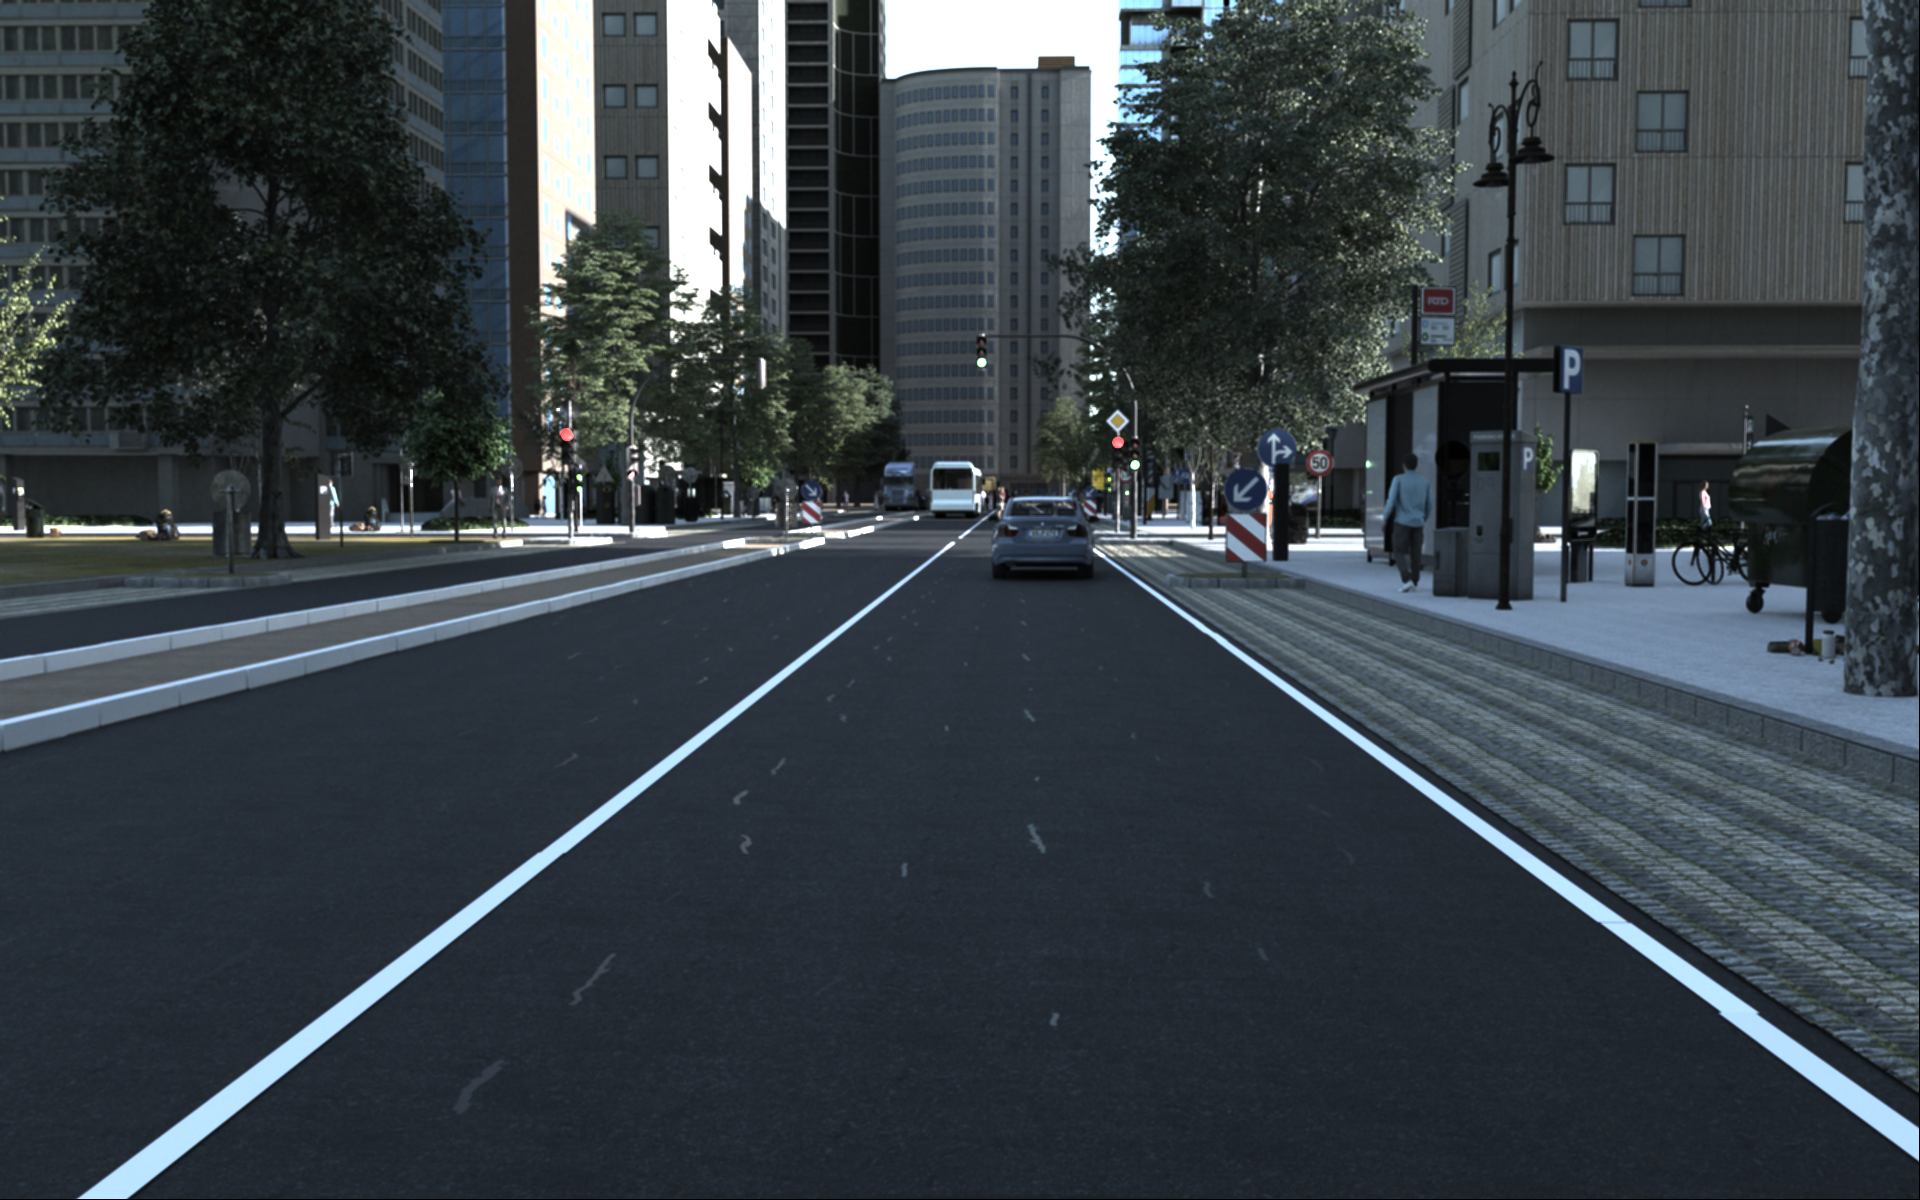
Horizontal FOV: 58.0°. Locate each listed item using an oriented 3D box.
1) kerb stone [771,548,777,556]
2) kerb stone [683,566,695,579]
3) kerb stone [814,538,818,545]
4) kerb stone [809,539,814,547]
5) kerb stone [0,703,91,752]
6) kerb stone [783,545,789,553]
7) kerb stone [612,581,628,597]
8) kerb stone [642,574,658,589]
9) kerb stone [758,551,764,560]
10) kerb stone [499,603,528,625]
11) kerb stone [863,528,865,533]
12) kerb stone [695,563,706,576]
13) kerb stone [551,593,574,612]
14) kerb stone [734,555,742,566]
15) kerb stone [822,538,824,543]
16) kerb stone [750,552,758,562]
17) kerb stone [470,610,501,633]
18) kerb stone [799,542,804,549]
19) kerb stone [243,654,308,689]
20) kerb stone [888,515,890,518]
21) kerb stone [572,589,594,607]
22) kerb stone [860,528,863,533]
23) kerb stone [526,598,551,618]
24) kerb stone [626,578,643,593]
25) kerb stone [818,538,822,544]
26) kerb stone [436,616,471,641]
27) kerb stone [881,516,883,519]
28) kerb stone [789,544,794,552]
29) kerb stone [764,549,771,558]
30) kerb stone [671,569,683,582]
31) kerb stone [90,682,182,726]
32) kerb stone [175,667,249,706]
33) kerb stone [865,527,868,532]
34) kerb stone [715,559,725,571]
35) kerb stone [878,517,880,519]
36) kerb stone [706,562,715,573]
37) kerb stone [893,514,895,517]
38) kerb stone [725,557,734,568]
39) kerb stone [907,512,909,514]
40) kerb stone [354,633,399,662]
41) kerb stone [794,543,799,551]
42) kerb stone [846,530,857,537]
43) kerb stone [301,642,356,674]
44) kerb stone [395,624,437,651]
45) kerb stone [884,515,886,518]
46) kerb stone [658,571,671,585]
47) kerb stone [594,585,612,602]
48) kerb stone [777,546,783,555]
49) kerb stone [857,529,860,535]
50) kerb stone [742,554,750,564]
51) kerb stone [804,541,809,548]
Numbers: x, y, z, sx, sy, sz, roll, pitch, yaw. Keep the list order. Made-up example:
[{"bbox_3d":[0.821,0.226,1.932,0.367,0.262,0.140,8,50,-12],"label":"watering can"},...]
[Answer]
[{"bbox_3d":[-4.390,-1.078,39.816,0.120,0.150,1.000,0,4,2],"label":"kerb stone"},{"bbox_3d":[-4.727,-0.452,29.581,0.120,0.150,1.000,0,4,2],"label":"kerb stone"},{"bbox_3d":[-4.126,-1.573,48.000,0.120,0.150,1.000,0,4,2],"label":"kerb stone"},{"bbox_3d":[-4.161,-1.516,46.979,0.120,0.150,1.000,0,4,2],"label":"kerb stone"},{"bbox_3d":[-5.360,0.738,10.133,0.120,0.150,1.000,0,4,2],"label":"kerb stone"},{"bbox_3d":[-4.326,-1.202,41.862,0.120,0.150,1.000,0,4,2],"label":"kerb stone"},{"bbox_3d":[-4.900,-0.132,24.469,0.120,0.150,1.000,0,4,2],"label":"kerb stone"},{"bbox_3d":[-4.830,-0.264,26.511,0.120,0.150,1.000,0,4,2],"label":"kerb stone"},{"bbox_3d":[-4.461,-0.952,37.768,0.120,0.150,1.000,0,4,2],"label":"kerb stone"},{"bbox_3d":[-5.060,0.174,19.353,0.120,0.150,1.000,0,4,2],"label":"kerb stone"},{"bbox_3d":[-3.643,-2.491,62.924,0.120,0.150,1.000,0,4,2],"label":"kerb stone"},{"bbox_3d":[-4.692,-0.514,30.603,0.120,0.150,1.000,0,4,2],"label":"kerb stone"},{"bbox_3d":[-4.991,0.054,21.403,0.120,0.150,1.000,0,4,2],"label":"kerb stone"},{"bbox_3d":[-4.558,-0.764,34.699,0.120,0.150,1.000,0,4,2],"label":"kerb stone"},{"bbox_3d":[-4.056,-1.703,50.046,0.120,0.150,1.000,0,4,2],"label":"kerb stone"},{"bbox_3d":[-4.485,-0.890,36.746,0.120,0.150,1.000,0,4,2],"label":"kerb stone"},{"bbox_3d":[-5.094,0.236,18.331,0.120,0.150,1.000,0,4,2],"label":"kerb stone"},{"bbox_3d":[-4.229,-1.391,44.933,0.120,0.150,1.000,0,4,2],"label":"kerb stone"},{"bbox_3d":[-5.259,0.550,13.203,0.120,0.150,1.000,0,4,2],"label":"kerb stone"},{"bbox_3d":[-4.431,-4.940,102.960,0.120,0.150,1.000,0,4,2],"label":"kerb stone"},{"bbox_3d":[-4.960,-0.014,22.425,0.120,0.150,1.000,0,4,2],"label":"kerb stone"},{"bbox_3d":[-3.672,-2.423,61.902,0.120,0.150,1.000,0,4,2],"label":"kerb stone"},{"bbox_3d":[-5.036,0.111,20.382,0.120,0.150,1.000,0,4,2],"label":"kerb stone"},{"bbox_3d":[-4.872,-0.201,25.490,0.120,0.150,1.000,0,4,2],"label":"kerb stone"},{"bbox_3d":[-4.100,-1.640,49.025,0.120,0.150,1.000,0,4,2],"label":"kerb stone"},{"bbox_3d":[-5.126,0.299,17.306,0.120,0.150,1.000,0,4,2],"label":"kerb stone"},{"bbox_3d":[-4.609,-4.622,97.835,0.120,0.150,1.000,0,4,2],"label":"kerb stone"},{"bbox_3d":[-4.298,-1.265,42.883,0.120,0.150,1.000,0,4,2],"label":"kerb stone"},{"bbox_3d":[-4.425,-1.015,38.792,0.120,0.150,1.000,0,4,2],"label":"kerb stone"},{"bbox_3d":[-4.762,-0.389,28.554,0.120,0.150,1.000,0,4,2],"label":"kerb stone"},{"bbox_3d":[-5.331,0.675,11.154,0.120,0.150,1.000,0,4,2],"label":"kerb stone"},{"bbox_3d":[-5.302,0.613,12.182,0.120,0.150,1.000,0,4,2],"label":"kerb stone"},{"bbox_3d":[-3.606,-2.553,63.945,0.120,0.150,1.000,0,4,2],"label":"kerb stone"},{"bbox_3d":[-4.627,-0.636,32.655,0.120,0.150,1.000,0,4,2],"label":"kerb stone"},{"bbox_3d":[-4.668,-4.501,95.789,0.120,0.150,1.000,0,4,2],"label":"kerb stone"},{"bbox_3d":[-4.667,-0.577,31.634,0.120,0.150,1.000,0,4,2],"label":"kerb stone"},{"bbox_3d":[-4.298,-5.189,107.054,0.120,0.150,1.000,0,4,2],"label":"kerb stone"},{"bbox_3d":[-4.593,-0.702,33.676,0.120,0.150,1.000,0,4,2],"label":"kerb stone"},{"bbox_3d":[-3.837,-6.068,121.405,0.120,0.150,1.000,0,4,2],"label":"kerb stone"},{"bbox_3d":[-5.205,0.425,15.255,0.120,0.150,1.000,0,4,2],"label":"kerb stone"},{"bbox_3d":[-4.263,-1.328,43.909,0.120,0.150,1.000,0,4,2],"label":"kerb stone"},{"bbox_3d":[-3.738,-2.303,59.849,0.120,0.150,1.000,0,4,2],"label":"kerb stone"},{"bbox_3d":[-5.229,0.488,14.225,0.120,0.150,1.000,0,4,2],"label":"kerb stone"},{"bbox_3d":[-5.163,0.362,16.276,0.120,0.150,1.000,0,4,2],"label":"kerb stone"},{"bbox_3d":[-4.536,-4.752,99.887,0.120,0.150,1.000,0,4,2],"label":"kerb stone"},{"bbox_3d":[-4.799,-0.326,27.533,0.120,0.150,1.000,0,4,2],"label":"kerb stone"},{"bbox_3d":[-4.922,-0.076,23.447,0.120,0.150,1.000,0,4,2],"label":"kerb stone"},{"bbox_3d":[-4.361,-1.137,40.837,0.120,0.150,1.000,0,4,2],"label":"kerb stone"},{"bbox_3d":[-3.697,-2.366,60.872,0.120,0.150,1.000,0,4,2],"label":"kerb stone"},{"bbox_3d":[-4.529,-0.827,35.723,0.120,0.150,1.000,0,4,2],"label":"kerb stone"},{"bbox_3d":[-4.187,-1.450,45.955,0.120,0.150,1.000,0,4,2],"label":"kerb stone"}]
